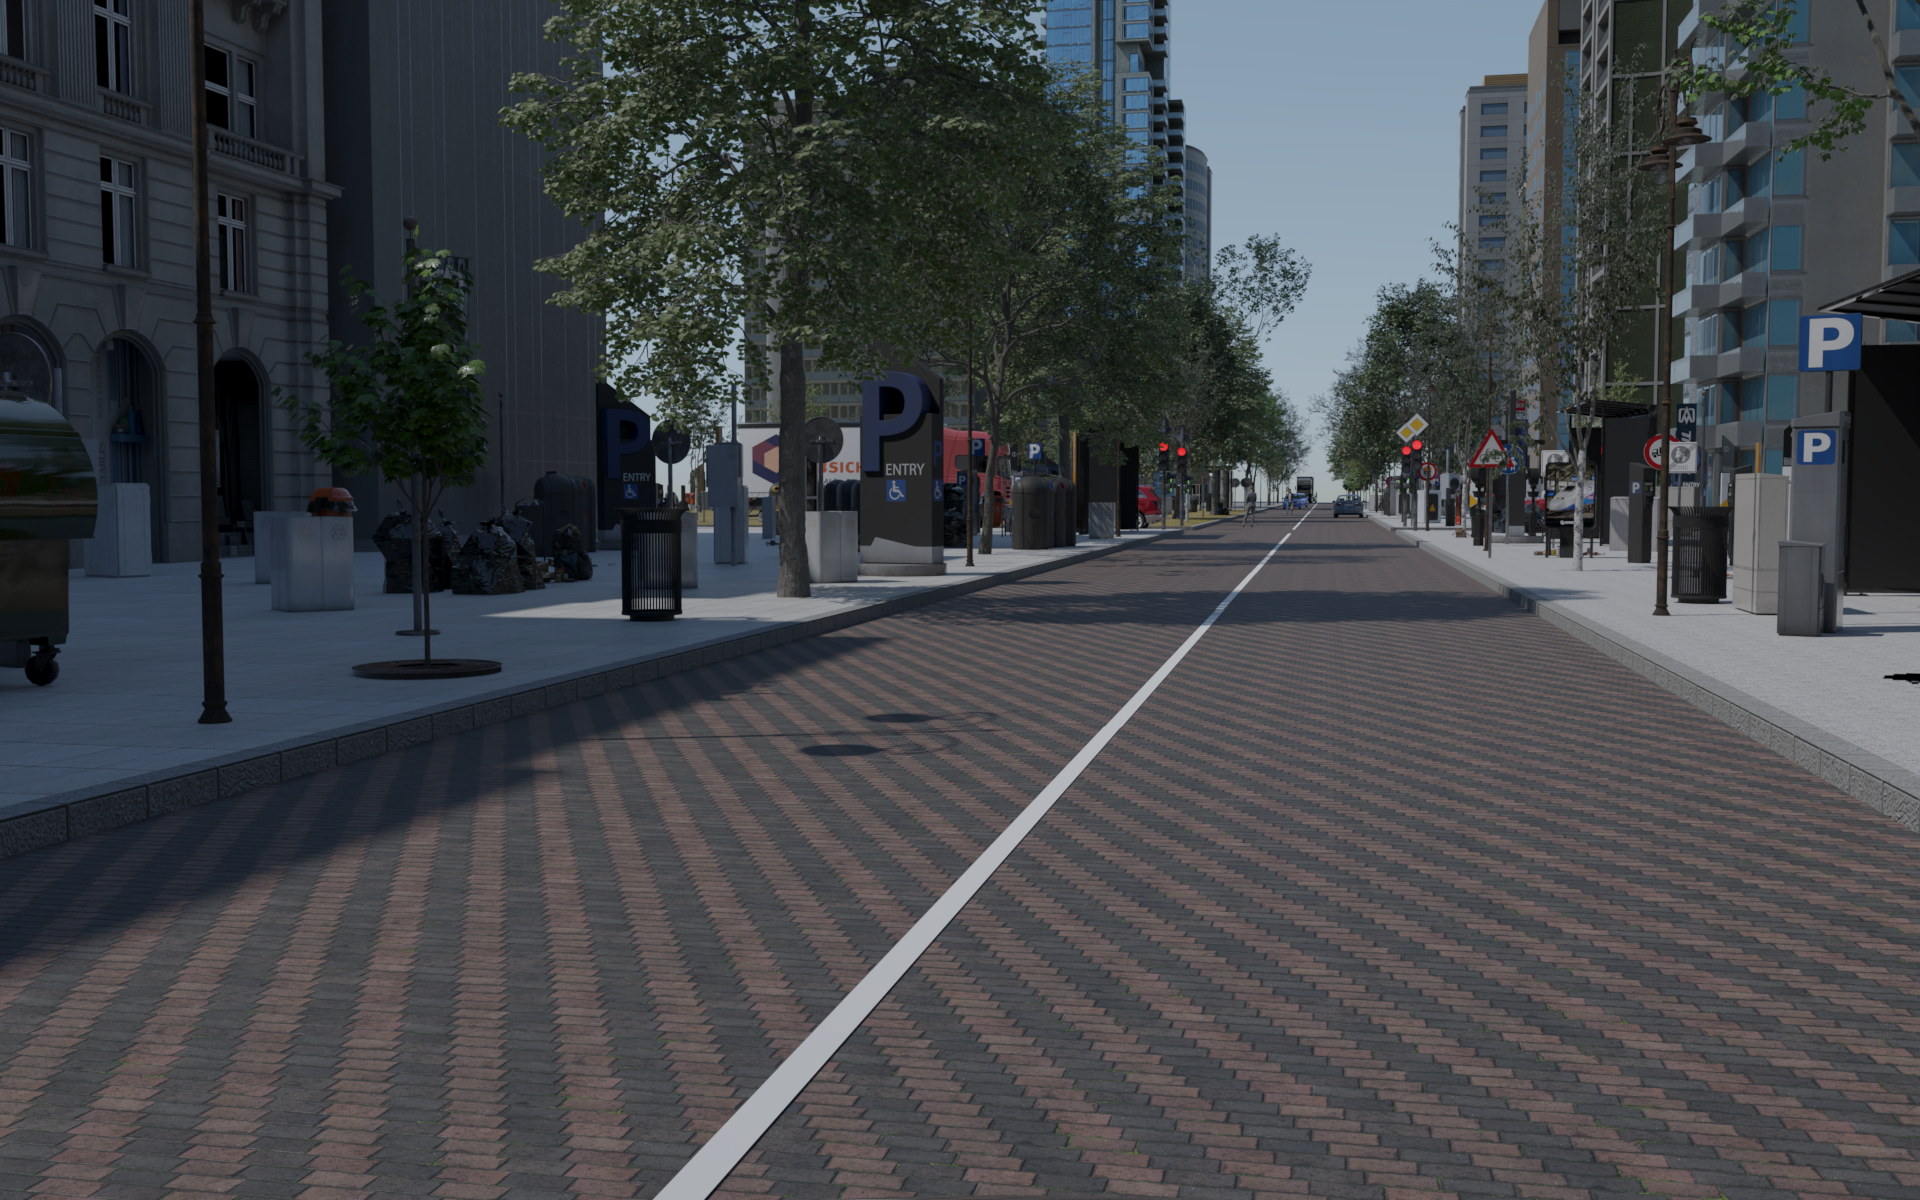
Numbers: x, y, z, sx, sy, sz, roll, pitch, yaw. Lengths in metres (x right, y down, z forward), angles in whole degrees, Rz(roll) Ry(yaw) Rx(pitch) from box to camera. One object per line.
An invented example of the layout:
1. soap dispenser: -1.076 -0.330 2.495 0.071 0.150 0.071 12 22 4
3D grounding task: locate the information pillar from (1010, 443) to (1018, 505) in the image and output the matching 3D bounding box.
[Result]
1. information pillar: 2.373 -5.294 77.911 0.504 3.616 0.183 1 4 18

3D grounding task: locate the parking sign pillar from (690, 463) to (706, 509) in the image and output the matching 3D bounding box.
1. parking sign pillar: -22.399 -9.758 148.021 1.447 3.967 1.447 1 4 18

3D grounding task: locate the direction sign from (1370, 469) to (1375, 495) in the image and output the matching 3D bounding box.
1. direction sign: 32.944 -8.936 138.092 0.876 3.537 0.379 -3 5 -41

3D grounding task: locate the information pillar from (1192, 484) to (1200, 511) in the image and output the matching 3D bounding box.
1. information pillar: 17.242 -7.512 127.308 0.304 2.012 0.304 1 4 16

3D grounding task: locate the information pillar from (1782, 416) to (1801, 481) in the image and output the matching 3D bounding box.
1. information pillar: 25.111 -3.728 52.305 0.183 3.616 0.504 -3 5 -42

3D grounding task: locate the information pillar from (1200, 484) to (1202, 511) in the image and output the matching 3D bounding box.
1. information pillar: 18.252 -7.810 132.186 0.304 2.012 0.304 -3 5 -43

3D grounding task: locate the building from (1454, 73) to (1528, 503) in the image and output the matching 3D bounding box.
1. building: 82.301 -43.232 248.838 21.231 58.520 28.212 1 4 12

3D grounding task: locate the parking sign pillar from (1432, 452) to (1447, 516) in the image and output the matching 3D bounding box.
1. parking sign pillar: 28.090 -6.967 102.389 1.447 3.967 1.447 0 4 -3

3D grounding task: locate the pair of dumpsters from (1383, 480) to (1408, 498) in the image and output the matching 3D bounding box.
1. pair of dumpsters: 29.282 -6.959 116.280 1.574 2.255 4.437 1 4 12

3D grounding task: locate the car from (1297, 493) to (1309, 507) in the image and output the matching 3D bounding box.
1. car: 36.762 -10.874 187.375 1.945 1.707 3.694 1 4 11

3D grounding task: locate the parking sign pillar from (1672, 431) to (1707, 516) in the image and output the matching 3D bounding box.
1. parking sign pillar: 30.931 -5.198 73.464 1.447 3.967 1.447 3 5 41

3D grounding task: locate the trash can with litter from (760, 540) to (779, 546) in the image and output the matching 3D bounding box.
1. trash can with litter: -4.416 -1.999 43.741 1.678 1.210 2.233 2 4 29

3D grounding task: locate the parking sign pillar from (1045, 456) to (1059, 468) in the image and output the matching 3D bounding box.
1. parking sign pillar: 6.786 -8.290 124.018 1.447 3.967 1.447 0 4 -8

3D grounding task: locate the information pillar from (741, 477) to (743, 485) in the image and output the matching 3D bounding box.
1. information pillar: -8.081 -3.574 62.921 0.304 2.012 0.304 1 4 20

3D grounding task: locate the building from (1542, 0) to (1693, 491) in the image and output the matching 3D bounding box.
1. building: 54.736 -42.015 125.196 20.563 71.187 20.611 1 4 12

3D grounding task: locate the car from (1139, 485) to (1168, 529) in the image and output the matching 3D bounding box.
1. car: 5.346 -3.562 66.914 5.304 1.827 2.281 1 4 13

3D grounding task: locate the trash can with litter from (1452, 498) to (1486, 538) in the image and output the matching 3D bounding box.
1. trash can with litter: 14.988 -2.411 50.805 1.055 1.170 0.624 2 4 27

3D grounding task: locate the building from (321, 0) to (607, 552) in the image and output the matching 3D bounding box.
1. building: -25.936 -13.965 47.401 30.058 24.678 14.314 1 4 12

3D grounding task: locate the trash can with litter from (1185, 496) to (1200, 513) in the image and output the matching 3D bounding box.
1. trash can with litter: 16.126 -6.650 120.107 1.055 1.170 0.624 -3 5 -42

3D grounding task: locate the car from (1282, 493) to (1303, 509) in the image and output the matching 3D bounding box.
1. car: 31.454 -9.444 163.994 1.945 1.707 3.694 1 4 11

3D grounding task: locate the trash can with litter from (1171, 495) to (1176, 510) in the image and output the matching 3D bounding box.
1. trash can with litter: 16.696 -7.619 135.957 0.624 1.170 1.055 -1 4 -11

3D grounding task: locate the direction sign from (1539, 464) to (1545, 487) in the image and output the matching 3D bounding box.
1. direction sign: 44.577 -8.574 132.187 0.876 3.537 0.379 -1 4 -17

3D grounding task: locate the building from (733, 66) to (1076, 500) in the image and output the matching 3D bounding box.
1. building: -3.164 -28.698 161.094 32.217 40.220 23.993 1 4 12

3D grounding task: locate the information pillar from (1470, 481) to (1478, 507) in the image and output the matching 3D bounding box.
1. information pillar: 28.836 -6.466 97.070 0.183 3.616 0.504 -3 4 -38

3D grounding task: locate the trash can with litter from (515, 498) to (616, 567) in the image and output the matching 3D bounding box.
1. trash can with litter: -7.266 -1.204 30.735 2.233 1.210 1.678 0 4 2

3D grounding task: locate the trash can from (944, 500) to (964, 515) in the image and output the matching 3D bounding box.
1. trash can: -0.241 -2.015 44.592 0.748 1.137 0.748 0 3 0

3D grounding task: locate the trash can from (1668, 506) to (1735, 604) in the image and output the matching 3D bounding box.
1. trash can: 8.710 -0.534 20.393 0.748 1.137 0.748 0 3 0

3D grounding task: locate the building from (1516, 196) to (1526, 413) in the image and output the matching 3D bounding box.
1. building: 60.793 -24.159 166.705 14.160 30.474 14.107 1 4 12

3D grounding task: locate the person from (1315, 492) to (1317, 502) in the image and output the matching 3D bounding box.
1. person: 61.194 -17.682 297.611 0.705 1.823 1.348 0 4 2

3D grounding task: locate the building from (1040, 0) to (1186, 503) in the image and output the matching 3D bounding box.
1. building: 23.239 -57.778 257.345 22.319 86.520 31.000 1 4 12

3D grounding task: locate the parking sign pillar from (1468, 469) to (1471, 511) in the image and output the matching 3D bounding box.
1. parking sign pillar: 39.171 -8.749 131.513 1.447 3.967 1.447 3 5 41

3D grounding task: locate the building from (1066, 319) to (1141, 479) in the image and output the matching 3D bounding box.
1. building: 4.242 -20.920 187.084 27.650 21.520 28.899 1 4 12

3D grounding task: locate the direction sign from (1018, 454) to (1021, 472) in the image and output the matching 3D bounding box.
1. direction sign: 3.113 -6.528 98.728 0.876 3.537 0.379 -2 4 -32

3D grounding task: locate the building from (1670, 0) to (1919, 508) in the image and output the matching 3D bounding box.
1. building: 52.259 -28.576 86.830 30.456 49.044 23.786 1 4 12

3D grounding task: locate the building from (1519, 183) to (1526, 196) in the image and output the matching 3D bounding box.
1. building: 73.166 -30.083 183.743 32.217 40.220 23.993 1 4 12

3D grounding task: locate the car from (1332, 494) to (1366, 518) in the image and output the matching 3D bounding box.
1. car: 23.621 -5.702 105.232 2.014 1.417 4.499 1 4 13

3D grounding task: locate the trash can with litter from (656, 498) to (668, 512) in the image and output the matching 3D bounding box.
1. trash can with litter: -14.713 -4.343 82.073 1.678 1.210 2.233 -3 5 -44

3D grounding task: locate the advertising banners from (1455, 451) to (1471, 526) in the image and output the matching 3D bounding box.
1. advertising banners: 20.382 -4.563 70.787 0.090 3.025 2.074 -1 4 -10

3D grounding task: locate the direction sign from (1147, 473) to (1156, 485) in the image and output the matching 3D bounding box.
1. direction sign: 15.659 -9.178 142.050 0.876 3.537 0.379 3 4 38

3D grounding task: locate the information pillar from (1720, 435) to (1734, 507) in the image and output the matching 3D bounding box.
1. information pillar: 30.334 -4.719 68.509 0.504 3.616 0.183 0 4 -3

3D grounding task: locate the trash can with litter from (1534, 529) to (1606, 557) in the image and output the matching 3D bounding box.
1. trash can with litter: 12.867 -1.544 36.302 2.233 1.210 1.678 -2 4 -34

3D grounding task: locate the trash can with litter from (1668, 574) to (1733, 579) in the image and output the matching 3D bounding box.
1. trash can with litter: 11.899 -0.935 26.349 2.233 1.210 1.678 1 4 13

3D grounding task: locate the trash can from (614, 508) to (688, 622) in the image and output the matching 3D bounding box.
1. trash can: -3.133 -0.363 17.588 0.748 1.137 0.748 0 3 0

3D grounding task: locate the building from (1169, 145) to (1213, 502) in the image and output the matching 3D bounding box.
1. building: 30.027 -45.565 286.980 21.231 58.520 28.212 1 4 12

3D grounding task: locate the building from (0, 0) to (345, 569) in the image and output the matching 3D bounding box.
1. building: -21.631 -11.305 26.634 13.314 21.916 24.055 1 4 12

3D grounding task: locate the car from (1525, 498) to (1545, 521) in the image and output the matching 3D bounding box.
1. car: 22.606 -3.331 63.128 5.304 1.827 2.281 1 4 10

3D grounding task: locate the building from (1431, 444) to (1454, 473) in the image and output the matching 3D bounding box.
1. building: 90.434 -26.492 278.185 27.650 21.520 28.899 1 4 12

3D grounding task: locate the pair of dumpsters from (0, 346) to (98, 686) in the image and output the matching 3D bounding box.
1. pair of dumpsters: -6.947 -0.437 9.633 1.574 2.255 4.437 1 4 12

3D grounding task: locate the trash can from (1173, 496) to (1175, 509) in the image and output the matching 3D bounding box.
1. trash can: 15.528 -6.832 123.357 0.748 1.137 0.748 0 3 0

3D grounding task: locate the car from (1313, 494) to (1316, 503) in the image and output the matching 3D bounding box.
1. car: 58.469 -17.024 288.570 2.015 1.641 3.980 1 4 14

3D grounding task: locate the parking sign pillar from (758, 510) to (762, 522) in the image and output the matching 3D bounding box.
1. parking sign pillar: -8.475 -5.526 78.830 1.447 3.967 1.447 0 4 5

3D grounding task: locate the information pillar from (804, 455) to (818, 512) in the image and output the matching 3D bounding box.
1. information pillar: -2.757 -1.629 31.132 0.304 2.012 0.304 -3 5 -43

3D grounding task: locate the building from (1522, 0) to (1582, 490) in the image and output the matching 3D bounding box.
1. building: 57.619 -30.713 152.261 14.600 45.320 14.200 1 4 12
